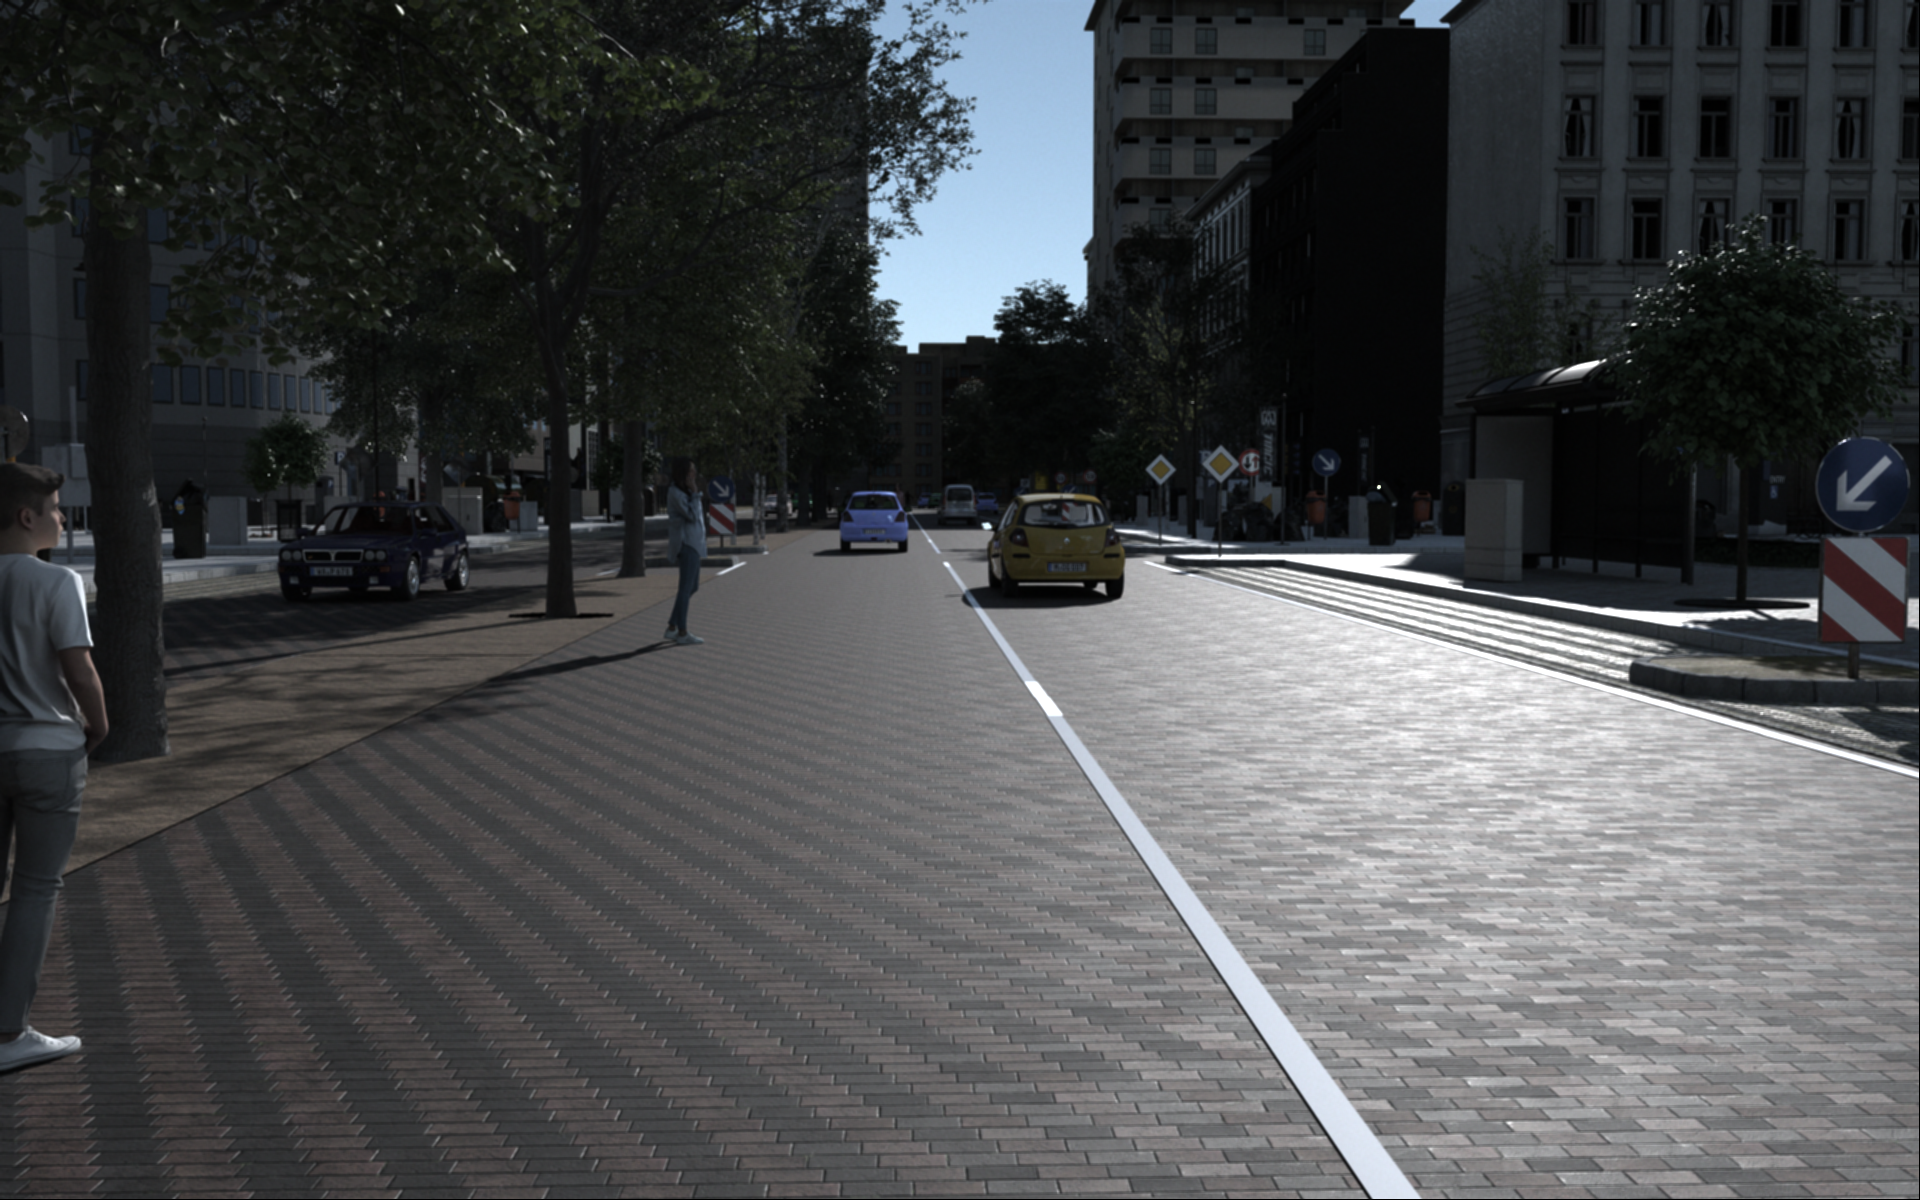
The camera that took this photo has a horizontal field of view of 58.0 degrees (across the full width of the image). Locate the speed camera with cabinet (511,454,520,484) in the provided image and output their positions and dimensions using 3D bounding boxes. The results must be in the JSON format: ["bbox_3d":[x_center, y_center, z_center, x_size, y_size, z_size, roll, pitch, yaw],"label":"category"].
[{"bbox_3d":[-22.676,-5.541,84.934,2.038,3.252,0.660,0,4,3],"label":"speed camera with cabinet"}]

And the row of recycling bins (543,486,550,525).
[{"bbox_3d":[-16.836,-3.990,72.345,1.069,1.692,3.534,-1,4,-16],"label":"row of recycling bins"}]

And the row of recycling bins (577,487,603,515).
[{"bbox_3d":[-23.519,-6.026,105.633,3.534,1.692,1.069,0,4,-1],"label":"row of recycling bins"}]

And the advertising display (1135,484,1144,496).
[{"bbox_3d":[11.228,-6.304,108.291,0.123,1.923,0.974,3,4,38],"label":"advertising display"}]

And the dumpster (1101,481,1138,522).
[{"bbox_3d":[7.513,-4.829,81.449,1.502,2.255,1.985,0,4,-2],"label":"dumpster"}]

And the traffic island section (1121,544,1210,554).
[{"bbox_3d":[5.000,-1.274,43.115,2.009,0.180,2.903,0,4,-2],"label":"traffic island section"}]

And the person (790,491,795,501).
[{"bbox_3d":[-14.945,-8.860,153.880,0.721,1.766,1.217,-2,4,-23],"label":"person"}]

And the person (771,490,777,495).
[{"bbox_3d":[-13.194,-6.989,123.494,1.217,1.743,0.721,2,4,29],"label":"person"}]

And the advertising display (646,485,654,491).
[{"bbox_3d":[-19.688,-6.385,109.608,0.974,1.923,0.123,-2,4,-30],"label":"advertising display"}]

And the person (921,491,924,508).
[{"bbox_3d":[-3.896,-10.481,180.411,0.434,1.755,0.990,1,4,11],"label":"person"}]

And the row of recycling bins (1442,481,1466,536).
[{"bbox_3d":[16.120,-2.780,52.560,1.069,1.692,3.534,-2,4,-33],"label":"row of recycling bins"}]

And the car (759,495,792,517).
[{"bbox_3d":[-11.711,-5.995,110.374,2.083,1.381,4.827,0,4,-2],"label":"car"}]

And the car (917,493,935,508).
[{"bbox_3d":[-3.458,-10.281,177.683,1.945,1.707,3.694,0,4,-3],"label":"car"}]

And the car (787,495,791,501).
[{"bbox_3d":[-16.529,-9.147,161.918,2.083,1.381,4.827,0,4,-3],"label":"car"}]

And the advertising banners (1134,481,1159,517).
[{"bbox_3d":[10.337,-6.105,95.997,2.074,3.025,0.090,-1,4,-20],"label":"advertising banners"}]

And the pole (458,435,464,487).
[{"bbox_3d":[-17.278,-4.051,60.071,0.158,3.312,0.155,0,3,0],"label":"pole"}]

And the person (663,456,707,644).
[{"bbox_3d":[-2.647,-0.478,16.573,0.793,1.790,0.793,-3,4,-36],"label":"person"}]

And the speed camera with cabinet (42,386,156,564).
[{"bbox_3d":[-16.188,-2.341,32.609,0.660,3.252,2.038,2,4,24],"label":"speed camera with cabinet"}]

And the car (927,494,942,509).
[{"bbox_3d":[-2.184,-9.693,167.278,1.959,1.807,4.718,0,4,-3],"label":"car"}]

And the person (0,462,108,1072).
[{"bbox_3d":[-2.422,0.412,4.359,0.503,1.515,0.523,-2,4,-27],"label":"person"}]

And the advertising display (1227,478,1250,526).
[{"bbox_3d":[11.350,-3.999,70.595,0.974,1.923,0.123,2,4,30],"label":"advertising display"}]

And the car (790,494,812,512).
[{"bbox_3d":[-12.529,-7.882,137.662,1.959,1.807,4.718,0,4,-2],"label":"car"}]

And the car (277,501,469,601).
[{"bbox_3d":[-8.214,-0.727,24.470,1.945,1.354,3.894,0,4,-1],"label":"car"}]

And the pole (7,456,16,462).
[{"bbox_3d":[-24.831,-3.150,45.353,0.158,3.312,0.155,0,3,0],"label":"pole"}]

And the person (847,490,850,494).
[{"bbox_3d":[-11.866,-10.796,184.953,0.705,1.831,1.348,0,4,5],"label":"person"}]

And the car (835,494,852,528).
[{"bbox_3d":[-4.427,-4.010,75.350,2.009,1.686,4.222,0,4,-3],"label":"car"}]

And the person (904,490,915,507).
[{"bbox_3d":[-4.169,-7.925,138.902,1.217,1.723,0.721,1,4,15],"label":"person"}]

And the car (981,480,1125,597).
[{"bbox_3d":[1.350,-0.935,25.513,2.015,1.641,3.980,0,4,-3],"label":"car"}]

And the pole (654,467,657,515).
[{"bbox_3d":[-18.595,-6.840,105.676,0.158,3.312,0.155,0,3,0],"label":"pole"}]

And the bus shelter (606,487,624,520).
[{"bbox_3d":[-16.938,-5.795,88.672,2.014,3.302,5.546,0,4,-2],"label":"bus shelter"}]

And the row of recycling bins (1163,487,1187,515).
[{"bbox_3d":[13.102,-6.015,105.464,1.069,1.692,3.534,1,4,21],"label":"row of recycling bins"}]

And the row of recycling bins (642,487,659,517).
[{"bbox_3d":[-20.306,-6.477,113.015,1.069,1.692,3.534,0,4,-3],"label":"row of recycling bins"}]

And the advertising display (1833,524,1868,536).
[{"bbox_3d":[23.567,-2.482,45.787,0.974,1.923,0.123,0,4,1],"label":"advertising display"}]

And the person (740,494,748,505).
[{"bbox_3d":[-24.445,-11.264,195.893,0.991,1.433,0.599,-3,4,-38],"label":"person"}]

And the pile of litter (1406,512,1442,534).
[{"bbox_3d":[14.791,-2.553,55.701,1.719,0.858,1.176,0,4,4],"label":"pile of litter"}]

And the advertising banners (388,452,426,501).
[{"bbox_3d":[-22.528,-4.569,70.883,0.090,3.025,2.074,2,4,32],"label":"advertising banners"}]

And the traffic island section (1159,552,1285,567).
[{"bbox_3d":[5.290,-0.786,35.135,2.009,0.180,2.903,0,4,-2],"label":"traffic island section"}]

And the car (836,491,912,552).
[{"bbox_3d":[-2.180,-2.103,43.970,1.945,1.707,3.694,0,4,-3],"label":"car"}]

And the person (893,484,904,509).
[{"bbox_3d":[-2.405,-3.533,66.279,0.555,1.821,0.388,-1,4,-19],"label":"person"}]

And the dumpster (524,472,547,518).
[{"bbox_3d":[-18.376,-4.530,76.551,1.502,2.255,1.985,0,4,-2],"label":"dumpster"}]

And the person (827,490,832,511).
[{"bbox_3d":[-11.042,-8.407,146.089,0.705,1.807,1.348,1,4,19],"label":"person"}]

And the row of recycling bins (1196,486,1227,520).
[{"bbox_3d":[13.131,-4.923,87.602,1.069,1.692,3.534,3,4,38],"label":"row of recycling bins"}]

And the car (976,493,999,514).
[{"bbox_3d":[1.834,-6.958,123.346,1.945,1.707,3.694,0,4,-1],"label":"car"}]

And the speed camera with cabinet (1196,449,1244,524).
[{"bbox_3d":[11.274,-4.937,75.059,2.038,3.252,0.660,2,4,35],"label":"speed camera with cabinet"}]

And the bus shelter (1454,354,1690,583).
[{"bbox_3d":[9.651,-2.041,27.288,2.014,3.302,5.546,0,4,-2],"label":"bus shelter"}]
